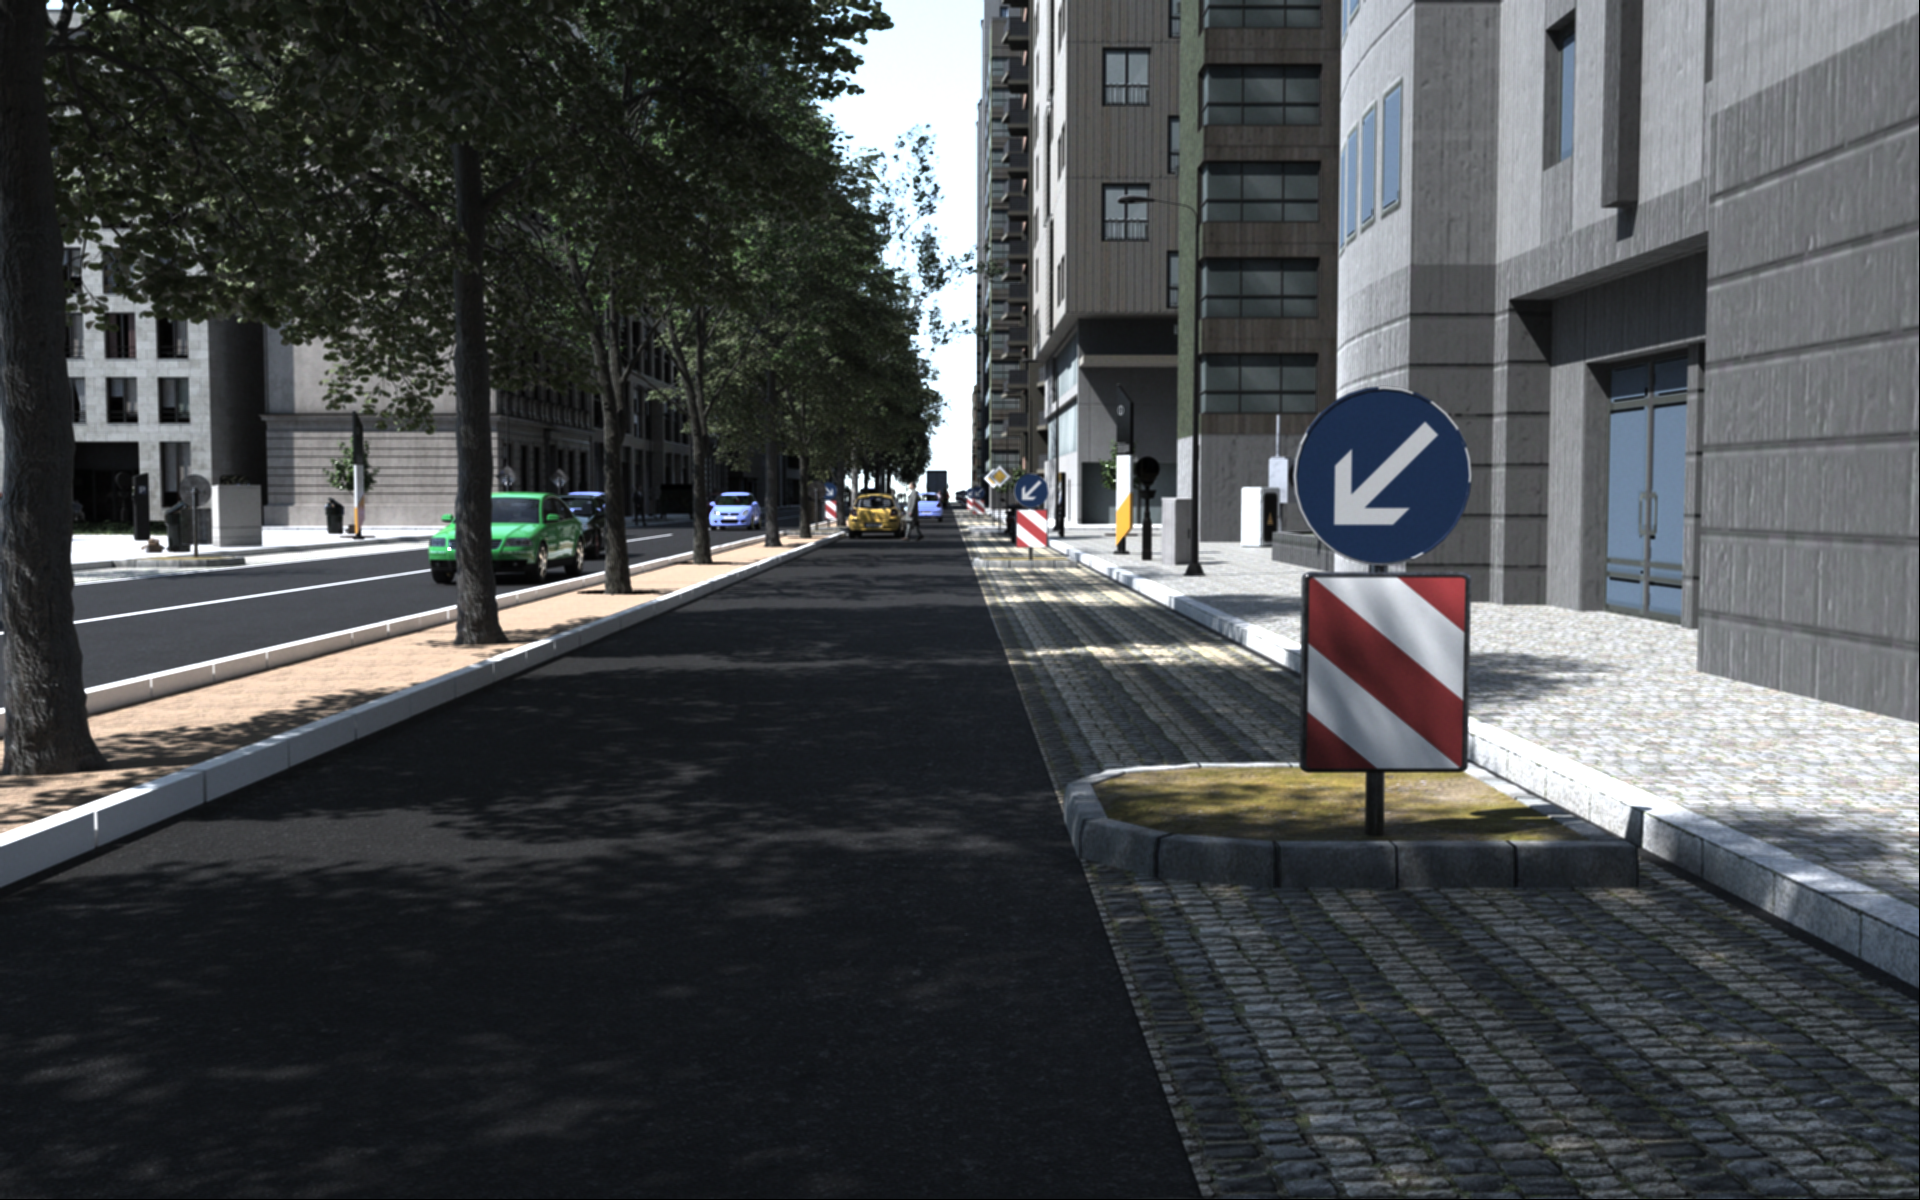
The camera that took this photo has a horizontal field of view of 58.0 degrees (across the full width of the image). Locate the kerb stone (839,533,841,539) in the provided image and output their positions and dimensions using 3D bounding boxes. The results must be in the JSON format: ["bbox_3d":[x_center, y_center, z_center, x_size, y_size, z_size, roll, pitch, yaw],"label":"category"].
[{"bbox_3d":[-3.914,-1.986,54.661,0.120,0.150,1.000,0,4,0],"label":"kerb stone"}]

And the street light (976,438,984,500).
[{"bbox_3d":[2.265,-10.418,142.877,1.470,5.913,1.316,0,4,0],"label":"street light"}]

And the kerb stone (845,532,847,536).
[{"bbox_3d":[-3.936,-2.163,57.739,0.120,0.150,1.000,0,4,0],"label":"kerb stone"}]

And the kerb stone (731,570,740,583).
[{"bbox_3d":[-3.721,-0.354,28.035,0.120,0.150,1.000,0,4,0],"label":"kerb stone"}]

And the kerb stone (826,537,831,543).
[{"bbox_3d":[-3.870,-1.669,49.548,0.120,0.150,1.000,0,4,0],"label":"kerb stone"}]

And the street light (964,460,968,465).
[{"bbox_3d":[1.608,-15.068,218.903,1.470,5.913,1.316,0,4,0],"label":"street light"}]

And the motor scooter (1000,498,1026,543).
[{"bbox_3d":[1.598,-2.329,50.854,0.815,1.314,1.986,0,4,0],"label":"motor scooter"}]

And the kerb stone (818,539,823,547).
[{"bbox_3d":[-3.846,-1.485,46.476,0.120,0.150,1.000,0,4,0],"label":"kerb stone"}]

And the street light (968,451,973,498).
[{"bbox_3d":[1.907,-13.087,186.505,1.470,5.913,1.316,0,4,0],"label":"street light"}]

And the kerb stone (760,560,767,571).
[{"bbox_3d":[-3.741,-0.605,32.132,0.120,0.150,1.000,0,4,0],"label":"kerb stone"}]

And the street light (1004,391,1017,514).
[{"bbox_3d":[2.657,-6.447,77.947,1.470,5.913,1.316,0,4,0],"label":"street light"}]

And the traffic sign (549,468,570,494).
[{"bbox_3d":[-15.637,-3.915,67.652,0.795,2.450,0.064,0,4,0],"label":"traffic sign"}]

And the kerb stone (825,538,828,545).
[{"bbox_3d":[-3.877,-1.605,48.520,0.120,0.150,1.000,0,4,0],"label":"kerb stone"}]

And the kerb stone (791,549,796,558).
[{"bbox_3d":[-3.786,-0.984,38.291,0.120,0.150,1.000,0,4,0],"label":"kerb stone"}]

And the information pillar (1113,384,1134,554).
[{"bbox_3d":[3.494,-2.781,36.827,0.183,3.616,0.504,-2,4,-33],"label":"information pillar"}]

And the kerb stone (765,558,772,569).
[{"bbox_3d":[-3.752,-0.668,33.155,0.120,0.150,1.000,0,4,0],"label":"kerb stone"}]

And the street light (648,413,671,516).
[{"bbox_3d":[-17.312,-7.789,99.889,1.470,5.913,1.316,0,4,0],"label":"street light"}]

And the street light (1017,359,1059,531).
[{"bbox_3d":[2.814,-5.333,59.731,1.470,5.913,1.316,0,4,0],"label":"street light"}]

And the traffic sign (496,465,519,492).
[{"bbox_3d":[-15.577,-3.427,59.667,0.795,2.450,0.064,0,4,0],"label":"traffic sign"}]

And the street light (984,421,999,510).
[{"bbox_3d":[2.465,-8.417,110.163,1.470,5.913,1.316,0,4,0],"label":"street light"}]

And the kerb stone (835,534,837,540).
[{"bbox_3d":[-3.899,-1.861,52.615,0.120,0.150,1.000,0,4,0],"label":"kerb stone"}]

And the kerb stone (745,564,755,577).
[{"bbox_3d":[-3.729,-0.482,30.084,0.120,0.150,1.000,0,4,0],"label":"kerb stone"}]

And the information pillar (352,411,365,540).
[{"bbox_3d":[-16.990,-3.521,48.926,0.183,3.616,0.504,0,4,5],"label":"information pillar"}]

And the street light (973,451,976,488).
[{"bbox_3d":[2.131,-11.116,154.288,1.470,5.913,1.316,0,4,0],"label":"street light"}]

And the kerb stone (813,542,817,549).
[{"bbox_3d":[-3.838,-1.360,44.430,0.120,0.150,1.000,0,4,0],"label":"kerb stone"}]

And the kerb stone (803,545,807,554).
[{"bbox_3d":[-3.814,-1.172,41.363,0.120,0.150,1.000,0,4,0],"label":"kerb stone"}]

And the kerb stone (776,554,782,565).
[{"bbox_3d":[-3.770,-0.796,35.203,0.120,0.150,1.000,0,4,0],"label":"kerb stone"}]

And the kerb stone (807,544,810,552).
[{"bbox_3d":[-3.828,-1.235,42.386,0.120,0.150,1.000,0,4,0],"label":"kerb stone"}]

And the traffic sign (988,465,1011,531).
[{"bbox_3d":[1.367,-3.433,59.773,0.795,2.450,0.064,0,4,0],"label":"traffic sign"}]

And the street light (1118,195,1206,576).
[{"bbox_3d":[3.149,-3.336,27.077,1.470,5.913,1.316,0,4,0],"label":"street light"}]

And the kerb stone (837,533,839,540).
[{"bbox_3d":[-3.911,-1.920,53.637,0.120,0.150,1.000,0,4,0],"label":"kerb stone"}]

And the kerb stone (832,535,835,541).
[{"bbox_3d":[-3.888,-1.797,51.592,0.120,0.150,1.000,0,4,0],"label":"kerb stone"}]

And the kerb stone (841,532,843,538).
[{"bbox_3d":[-3.923,-2.048,55.684,0.120,0.150,1.000,0,4,0],"label":"kerb stone"}]

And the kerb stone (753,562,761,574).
[{"bbox_3d":[-3.743,-0.545,31.110,0.120,0.150,1.000,0,4,0],"label":"kerb stone"}]

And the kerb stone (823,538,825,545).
[{"bbox_3d":[-3.860,-1.548,47.498,0.120,0.150,1.000,0,4,0],"label":"kerb stone"}]

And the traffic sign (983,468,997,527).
[{"bbox_3d":[1.307,-3.921,67.758,0.795,2.450,0.064,0,4,0],"label":"traffic sign"}]

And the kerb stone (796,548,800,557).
[{"bbox_3d":[-3.801,-1.040,39.319,0.120,0.150,1.000,0,4,0],"label":"kerb stone"}]

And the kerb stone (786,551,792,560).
[{"bbox_3d":[-3.781,-0.917,37.264,0.120,0.150,1.000,0,4,0],"label":"kerb stone"}]

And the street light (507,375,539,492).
[{"bbox_3d":[-17.115,-5.818,67.673,1.470,5.913,1.316,0,4,0],"label":"street light"}]

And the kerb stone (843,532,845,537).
[{"bbox_3d":[-3.931,-2.106,56.706,0.120,0.150,1.000,0,4,0],"label":"kerb stone"}]

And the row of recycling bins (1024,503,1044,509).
[{"bbox_3d":[5.578,-5.879,103.242,3.534,1.692,1.069,1,4,11],"label":"row of recycling bins"}]

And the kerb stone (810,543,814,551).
[{"bbox_3d":[-3.834,-1.293,43.408,0.120,0.150,1.000,0,4,0],"label":"kerb stone"}]

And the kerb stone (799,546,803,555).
[{"bbox_3d":[-3.810,-1.110,40.341,0.120,0.150,1.000,0,4,0],"label":"kerb stone"}]

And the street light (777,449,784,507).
[{"bbox_3d":[-17.889,-12.458,176.230,1.470,5.913,1.316,0,4,0],"label":"street light"}]

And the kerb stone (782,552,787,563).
[{"bbox_3d":[-3.773,-0.859,36.235,0.120,0.150,1.000,0,4,0],"label":"kerb stone"}]

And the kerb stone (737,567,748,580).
[{"bbox_3d":[-3.723,-0.420,29.062,0.120,0.150,1.000,0,4,0],"label":"kerb stone"}]

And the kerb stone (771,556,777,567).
[{"bbox_3d":[-3.762,-0.733,34.177,0.120,0.150,1.000,0,4,0],"label":"kerb stone"}]

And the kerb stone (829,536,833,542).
[{"bbox_3d":[-3.887,-1.731,50.570,0.120,0.150,1.000,0,4,0],"label":"kerb stone"}]

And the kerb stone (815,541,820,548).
[{"bbox_3d":[-3.843,-1.420,45.454,0.120,0.150,1.000,0,4,0],"label":"kerb stone"}]

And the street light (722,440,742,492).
[{"bbox_3d":[-17.577,-9.759,132.105,1.470,5.913,1.316,0,4,0],"label":"street light"}]
